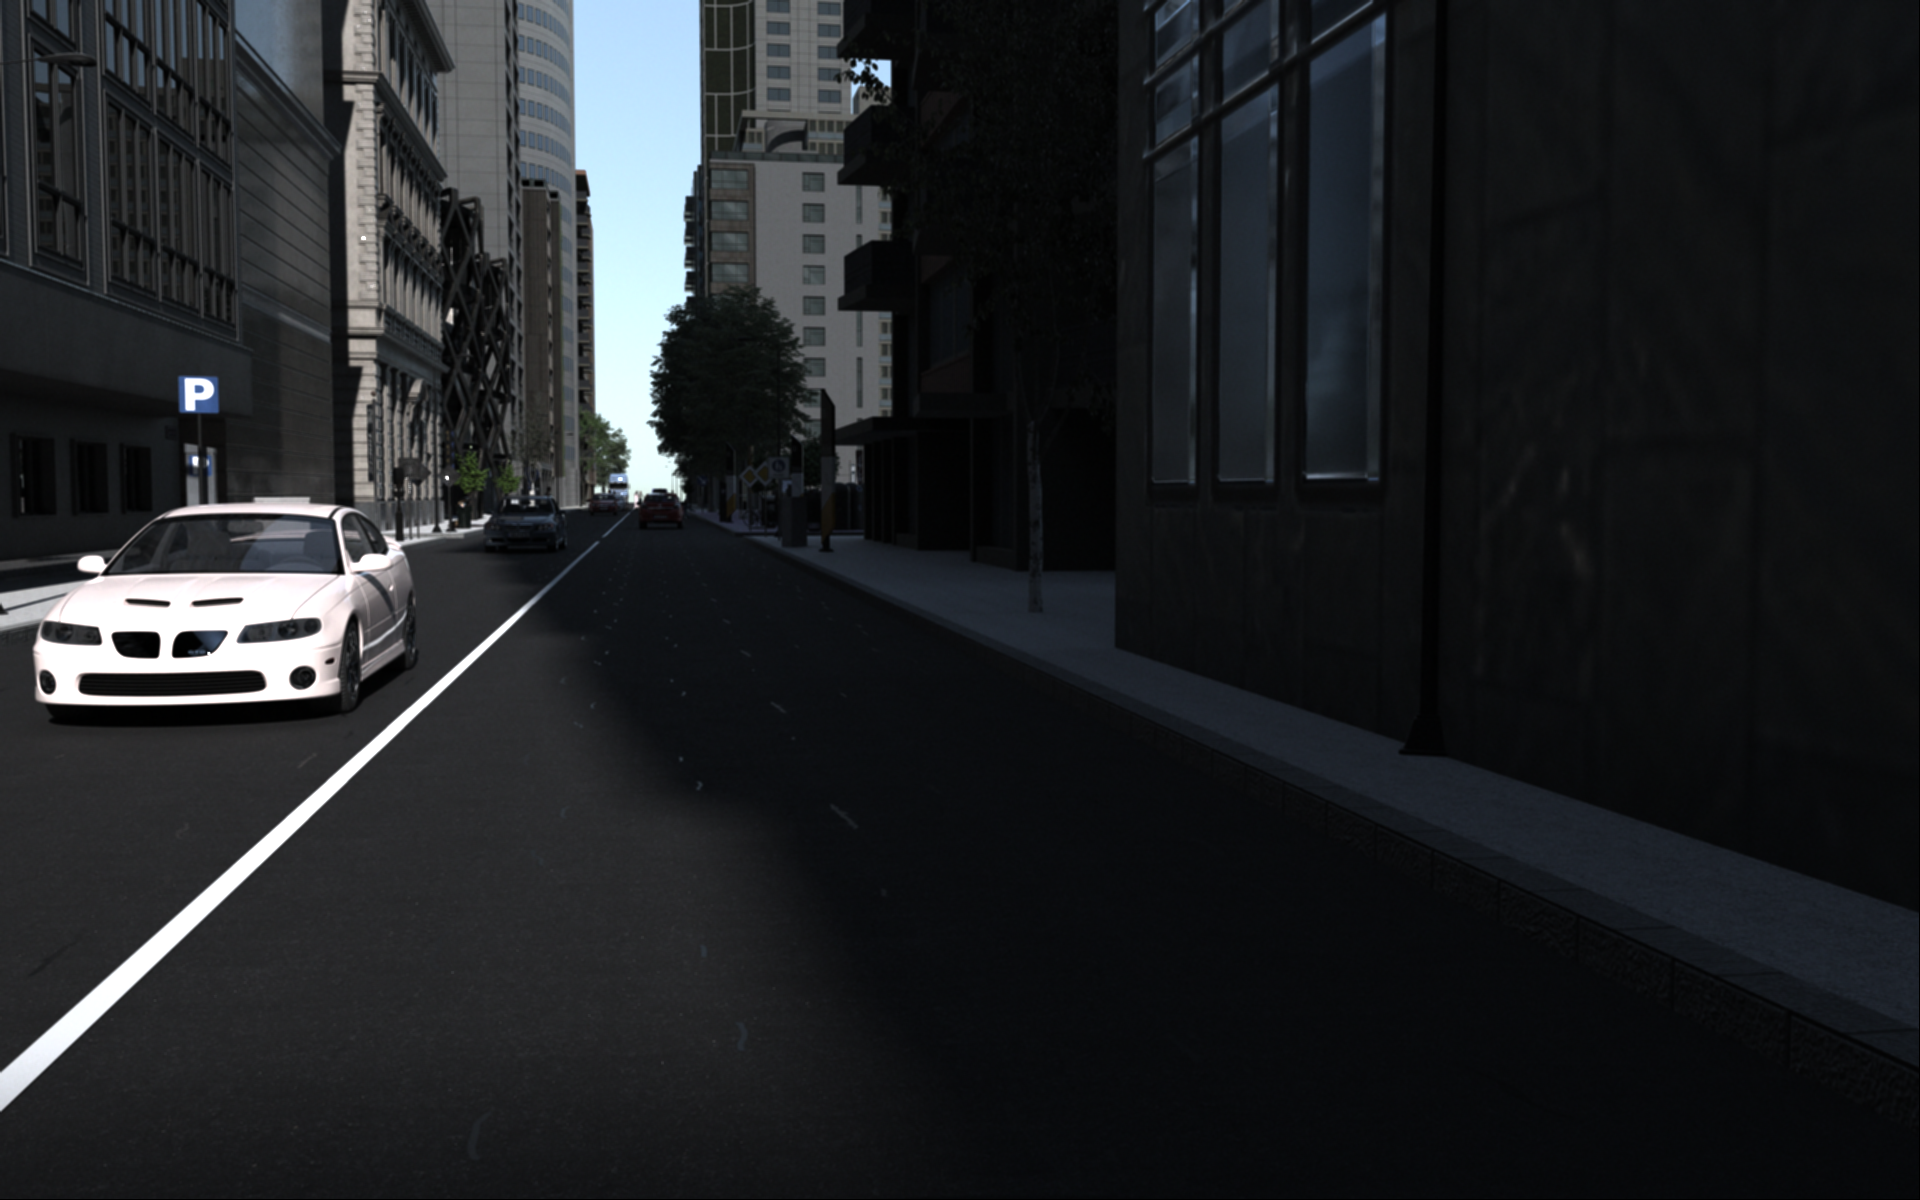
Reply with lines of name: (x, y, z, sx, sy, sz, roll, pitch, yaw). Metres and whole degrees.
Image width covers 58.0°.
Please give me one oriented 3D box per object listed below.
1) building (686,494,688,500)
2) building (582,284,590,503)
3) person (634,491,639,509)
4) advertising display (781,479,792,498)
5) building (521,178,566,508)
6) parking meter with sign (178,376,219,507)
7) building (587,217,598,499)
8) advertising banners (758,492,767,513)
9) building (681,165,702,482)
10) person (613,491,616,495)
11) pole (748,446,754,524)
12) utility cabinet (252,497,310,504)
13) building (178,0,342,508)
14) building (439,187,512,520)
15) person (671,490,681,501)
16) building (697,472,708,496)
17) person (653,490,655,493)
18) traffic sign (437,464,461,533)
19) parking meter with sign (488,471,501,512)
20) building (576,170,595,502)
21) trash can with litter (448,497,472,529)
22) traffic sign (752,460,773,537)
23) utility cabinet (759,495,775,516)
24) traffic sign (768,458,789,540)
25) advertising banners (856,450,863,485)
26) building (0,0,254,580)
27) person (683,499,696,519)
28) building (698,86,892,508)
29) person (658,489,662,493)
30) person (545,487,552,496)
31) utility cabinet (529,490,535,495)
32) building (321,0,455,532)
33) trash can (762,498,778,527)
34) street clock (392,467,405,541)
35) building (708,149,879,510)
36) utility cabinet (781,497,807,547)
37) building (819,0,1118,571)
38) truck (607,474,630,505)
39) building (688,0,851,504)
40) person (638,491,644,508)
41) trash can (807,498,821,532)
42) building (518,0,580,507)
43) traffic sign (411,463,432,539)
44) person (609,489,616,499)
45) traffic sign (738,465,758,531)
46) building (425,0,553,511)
building: (-28.372, -36.066, 281.556, 32.217, 40.220, 23.993, -1, 4, -10)
building: (-65.190, -38.353, 250.767, 21.300, 48.544, 21.600, -1, 4, -10)
person: (-31.483, -9.755, 168.660, 0.551, 1.740, 0.621, 3, 5, 39)
advertising display: (-7.282, -4.226, 74.314, 0.974, 1.923, 0.123, -3, 4, -37)
building: (-43.499, -23.574, 157.136, 14.160, 30.474, 14.107, -1, 4, -10)
parking meter with sign: (-11.564, -1.848, 26.468, 0.543, 3.016, 1.738, -1, 4, -21)
building: (-64.025, -37.866, 269.223, 14.600, 45.320, 14.200, -1, 4, -10)
advertising banners: (-13.333, -7.299, 115.527, 0.090, 3.025, 2.074, 1, 4, 19)
building: (-28.915, -38.767, 253.453, 23.786, 49.044, 30.456, -1, 4, -10)
person: (-31.689, -9.152, 158.953, 1.217, 1.723, 0.721, 1, 4, 14)
pole: (-8.856, -4.869, 73.453, 0.158, 3.312, 0.155, 0, 3, 0)
utility cabinet: (-13.176, -1.375, 33.651, 1.020, 1.237, 0.306, -2, 4, -30)
building: (-25.910, -15.538, 39.954, 20.117, 28.700, 13.634, -1, 4, -10)
building: (-36.268, -14.580, 105.843, 16.820, 18.784, 16.811, -1, 4, -10)
person: (-22.420, -7.707, 135.226, 1.217, 1.735, 0.721, -1, 4, -18)
building: (-15.412, -21.462, 195.946, 27.650, 21.520, 28.899, -1, 4, -10)
person: (-25.084, -8.147, 142.227, 1.217, 1.766, 0.721, -2, 4, -26)
traffic sign: (-16.988, -3.302, 57.630, 0.795, 2.450, 0.064, -1, 4, -10)
parking meter with sign: (-33.275, -7.848, 124.579, 0.543, 3.016, 1.738, -3, 5, -41)
building: (-59.503, -34.966, 226.311, 22.147, 44.769, 28.867, -1, 4, -10)
trash can with litter: (-18.651, -3.246, 64.452, 1.055, 1.170, 0.624, 2, 4, 32)
traffic sign: (-5.788, -2.927, 51.496, 0.795, 2.450, 0.064, -1, 4, -10)
utility cabinet: (-11.477, -5.608, 102.856, 0.306, 1.237, 1.020, 3, 5, 44)
traffic sign: (-4.994, -2.791, 47.765, 0.606, 2.300, 0.079, 0, 4, -3)
advertising banners: (-3.549, -4.401, 68.141, 0.090, 3.025, 2.074, -2, 4, -35)
building: (-19.070, -13.952, 21.622, 14.314, 27.812, 24.014, -1, 4, -10)
person: (-15.633, -5.161, 98.383, 1.012, 1.151, 0.738, 2, 4, 25)
building: (-9.391, -29.213, 169.508, 32.217, 40.220, 23.993, -1, 4, -10)
person: (-24.259, -8.072, 140.114, 1.348, 1.869, 0.705, 0, 4, 2)
person: (-21.691, -5.054, 91.234, 0.778, 1.811, 0.616, -1, 4, -19)
utility cabinet: (-25.333, -5.743, 102.570, 0.318, 1.500, 1.173, -1, 4, -12)
building: (-25.954, -14.514, 66.188, 11.050, 23.489, 19.941, -1, 4, -10)
trash can: (-7.312, -3.365, 66.677, 0.748, 1.137, 0.748, 0, 3, 0)
street clock: (-15.264, -2.603, 47.122, 0.358, 2.002, 0.471, -2, 4, -29)
building: (-14.653, -23.107, 149.495, 14.160, 30.474, 14.107, -1, 4, -10)
utility cabinet: (-4.054, -1.907, 42.337, 0.306, 1.237, 1.020, 1, 4, 16)
building: (8.941, -23.401, 37.223, 22.147, 44.769, 28.867, -1, 4, -10)
truck: (-46.246, -14.970, 234.524, 2.967, 4.110, 18.799, -1, 4, -11)
building: (-25.550, -48.271, 227.488, 20.563, 71.187, 20.611, -1, 4, -10)
person: (-34.089, -10.715, 184.482, 1.217, 1.735, 0.721, 2, 4, 26)
trash can: (-4.991, -2.922, 59.431, 0.748, 1.137, 0.748, 0, 3, 0)
building: (-50.392, -38.808, 176.505, 21.231, 58.520, 28.212, -1, 4, -10)
traffic sign: (-15.580, -2.821, 49.769, 0.795, 2.450, 0.064, -1, 4, -10)
person: (-29.323, -8.348, 145.005, 1.348, 1.822, 0.705, -3, 5, -44)
traffic sign: (-7.195, -3.408, 59.356, 0.795, 2.450, 0.064, -1, 4, -10)
building: (-43.740, -42.813, 138.249, 20.563, 71.187, 20.611, -1, 4, -10)
